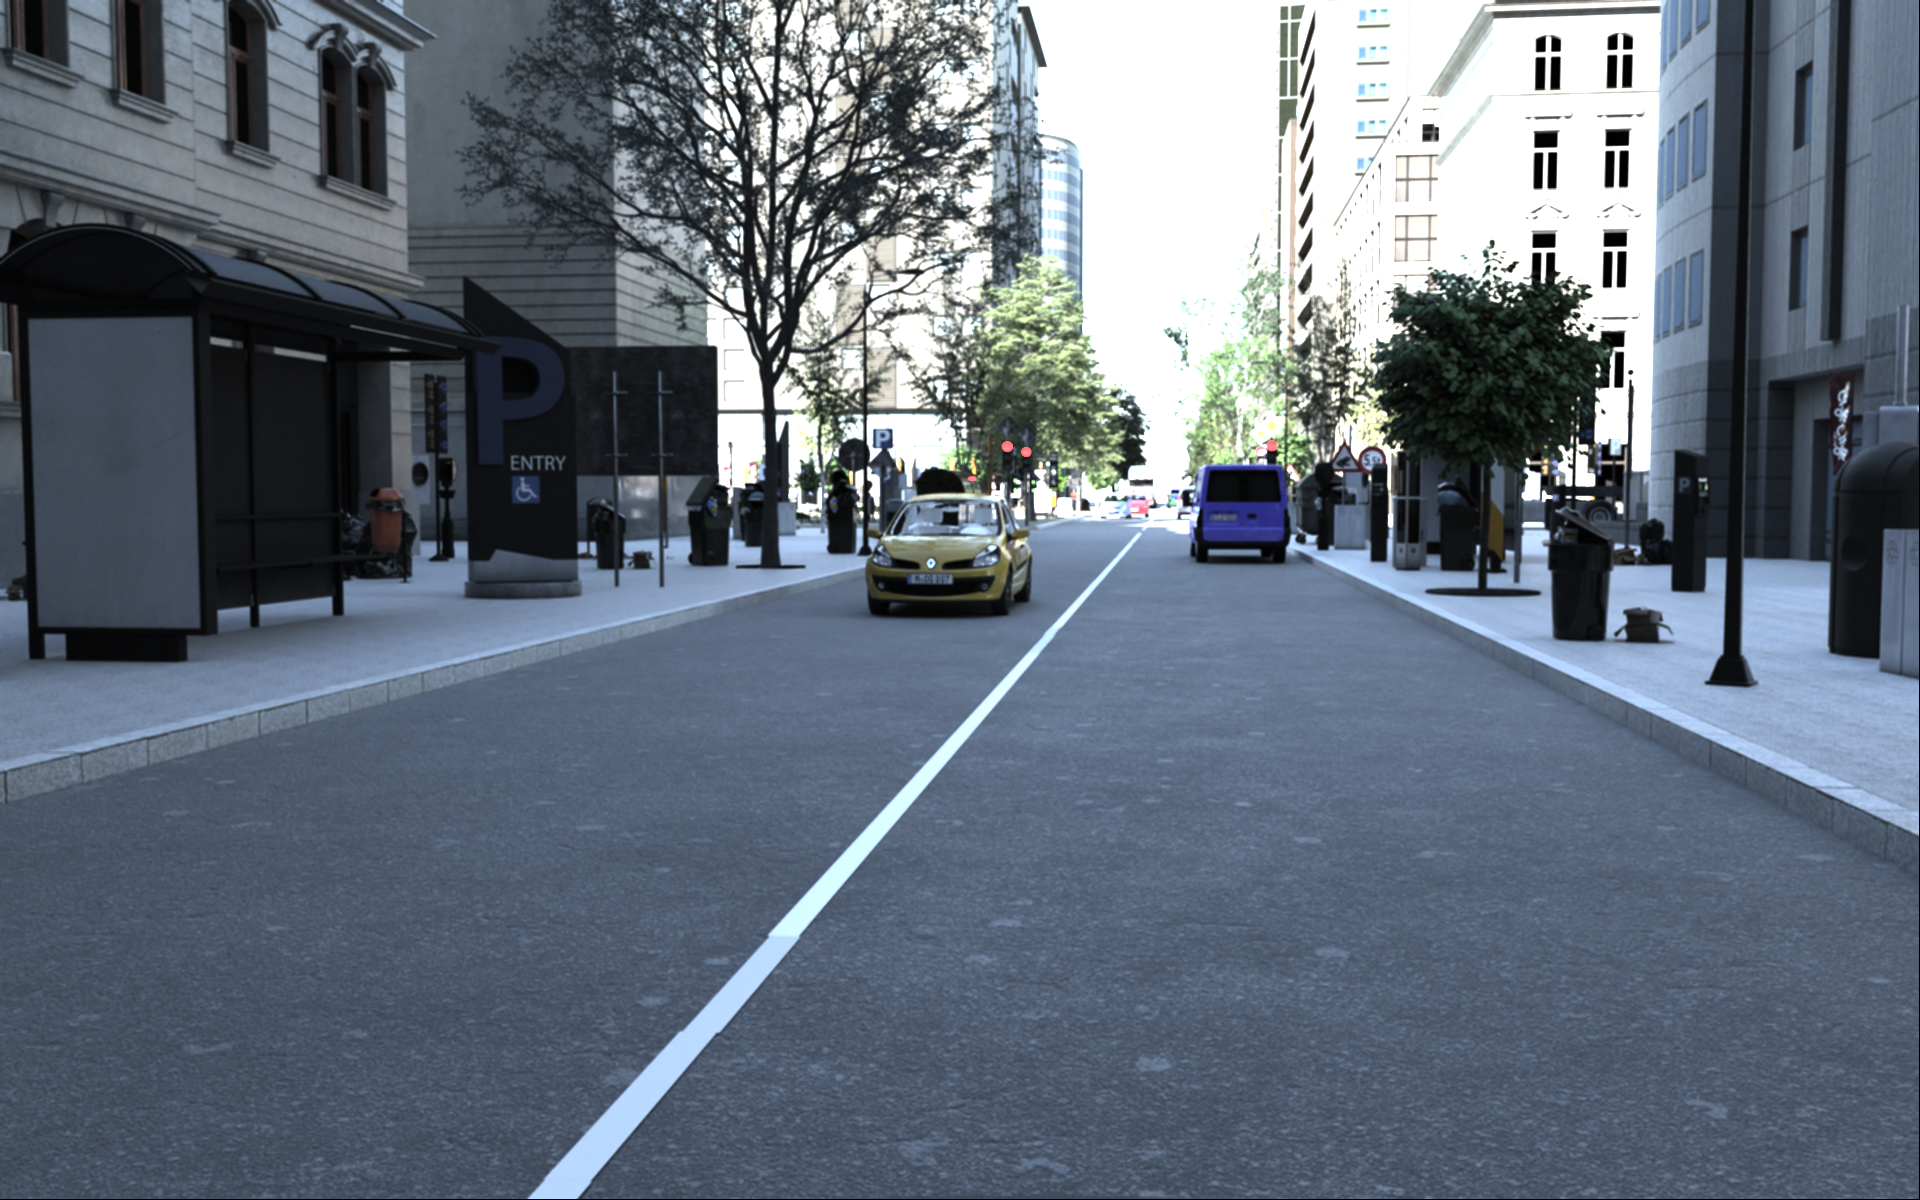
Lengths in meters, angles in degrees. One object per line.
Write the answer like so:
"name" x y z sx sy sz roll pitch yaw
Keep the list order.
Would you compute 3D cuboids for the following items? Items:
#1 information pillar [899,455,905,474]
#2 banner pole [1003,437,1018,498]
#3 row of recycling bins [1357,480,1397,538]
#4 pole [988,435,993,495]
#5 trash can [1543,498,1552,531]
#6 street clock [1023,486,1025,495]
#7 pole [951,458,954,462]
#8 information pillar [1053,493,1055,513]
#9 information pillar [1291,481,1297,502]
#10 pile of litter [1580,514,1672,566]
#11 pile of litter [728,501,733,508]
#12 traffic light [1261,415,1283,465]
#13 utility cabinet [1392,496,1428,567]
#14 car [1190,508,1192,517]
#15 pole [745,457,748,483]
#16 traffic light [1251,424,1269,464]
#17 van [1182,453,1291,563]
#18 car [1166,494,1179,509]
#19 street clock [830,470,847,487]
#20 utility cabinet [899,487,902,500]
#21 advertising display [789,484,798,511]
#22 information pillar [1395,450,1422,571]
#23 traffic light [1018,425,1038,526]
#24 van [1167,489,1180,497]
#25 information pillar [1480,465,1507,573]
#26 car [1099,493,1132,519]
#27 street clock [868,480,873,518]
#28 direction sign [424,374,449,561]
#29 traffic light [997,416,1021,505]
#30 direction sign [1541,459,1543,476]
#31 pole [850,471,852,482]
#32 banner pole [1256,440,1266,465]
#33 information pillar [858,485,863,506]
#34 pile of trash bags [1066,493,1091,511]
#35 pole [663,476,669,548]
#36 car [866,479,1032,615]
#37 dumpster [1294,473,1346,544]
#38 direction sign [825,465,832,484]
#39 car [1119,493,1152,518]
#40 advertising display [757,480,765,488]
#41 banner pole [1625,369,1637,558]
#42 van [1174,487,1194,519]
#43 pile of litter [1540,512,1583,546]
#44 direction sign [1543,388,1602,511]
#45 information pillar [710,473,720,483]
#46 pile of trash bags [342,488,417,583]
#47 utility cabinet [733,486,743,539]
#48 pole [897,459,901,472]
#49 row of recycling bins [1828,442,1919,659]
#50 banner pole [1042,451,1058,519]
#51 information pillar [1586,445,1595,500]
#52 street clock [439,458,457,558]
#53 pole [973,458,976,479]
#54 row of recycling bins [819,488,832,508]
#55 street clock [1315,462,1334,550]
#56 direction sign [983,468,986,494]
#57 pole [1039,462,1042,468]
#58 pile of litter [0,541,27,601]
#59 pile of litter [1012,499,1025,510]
"information pillar" -3.498 -6.916 104.437 0.183 3.616 0.504 3 5 39
"banner pole" 2.163 -5.290 76.515 0.863 3.779 0.401 -2 4 -26
"row of recycling bins" 12.128 -2.724 51.643 1.069 1.692 3.534 0 4 4
"pole" 1.052 -4.062 60.254 0.158 3.312 0.155 0 3 0
"trash can" 20.717 -2.982 60.404 0.748 1.137 0.748 0 3 0
"street clock" 5.507 -8.571 144.701 0.358 2.002 0.471 -3 5 -39
"pole" -0.416 -6.307 96.958 0.158 3.312 0.155 0 3 0
"information pillar" 6.243 -7.696 117.185 0.504 3.616 0.183 0 4 -4
"information pillar" 15.632 -4.673 80.901 0.304 2.012 0.304 0 4 8
"pile of litter" 12.393 -1.081 31.645 1.719 0.858 1.176 -1 4 -20
"pile of litter" -14.890 -6.029 112.537 1.719 0.858 1.176 3 5 43
"traffic light" 10.993 -4.425 61.273 0.839 4.253 0.868 0 4 7
"utility cabinet" 7.973 -1.192 30.644 0.306 1.237 1.020 2 4 33
"car" 11.960 -4.320 83.214 1.945 1.354 3.894 1 4 9
"pole" -11.887 -6.266 96.287 0.158 3.312 0.155 0 3 0
"traffic light" 11.976 -4.910 69.198 0.839 4.253 0.868 0 4 7
"van" 6.043 -2.050 37.904 2.240 2.365 5.245 0 4 6
"car" 21.333 -9.683 170.113 2.131 1.459 4.920 1 4 9
"street clock" -3.690 -2.942 52.673 0.471 2.002 0.358 -2 4 -26
"utility cabinet" -1.992 -2.653 52.053 0.318 1.500 1.173 -1 4 -11
"advertising display" -10.566 -6.262 107.596 0.974 1.923 0.123 1 4 14
"information pillar" 7.548 -1.507 29.134 0.304 2.012 0.304 -1 4 -22
"traffic light" 2.734 -4.979 70.324 0.839 4.253 0.868 0 4 7
"van" 24.106 -11.479 192.060 2.240 2.365 5.245 0 4 5
"information pillar" 8.667 -2.248 28.103 0.504 3.616 0.183 -2 4 -34
"car" 9.046 -5.557 100.455 1.945 1.707 3.694 1 4 9
"street clock" -4.778 -5.226 90.010 0.471 2.002 0.358 -3 4 -36
"direction sign" -9.988 -2.513 33.088 0.379 3.537 0.876 1 4 8
"traffic light" 1.750 -4.494 62.399 0.839 4.253 0.868 0 4 7
"direction sign" 25.377 -5.048 74.530 0.379 3.537 0.876 -2 4 -34
"pole" -8.217 -8.409 131.333 0.158 3.312 0.155 0 3 0
"banner pole" 12.668 -5.060 72.750 0.863 3.779 0.401 0 4 -7
"information pillar" -8.033 -8.283 139.914 0.304 2.012 0.304 2 4 29
"pile of trash bags" 8.950 -7.549 133.173 1.912 1.369 3.447 0 4 -5
"pole" -7.014 -2.886 41.025 0.158 3.312 0.155 0 3 0
"car" -0.082 -0.708 21.804 2.015 1.641 3.980 0 4 8
"dumpster" 9.349 -2.392 44.865 1.264 1.857 1.865 0 4 7
"direction sign" -10.350 -8.859 136.843 0.379 3.537 0.876 3 4 36
"car" 10.724 -5.956 106.428 2.155 1.783 4.494 0 4 7
"advertising display" -9.009 -4.612 80.625 0.974 1.923 0.123 -3 4 -38
"banner pole" 13.530 -2.750 34.973 0.401 3.779 0.863 2 4 28
"van" 13.375 -5.693 100.100 2.013 2.044 4.112 0 4 7
"pile of litter" 14.782 -1.729 42.240 1.176 0.858 1.719 2 4 23
"direction sign" 9.877 -2.193 27.849 0.379 3.537 0.876 -1 4 -22
"information pillar" -8.623 -3.447 60.843 0.304 2.012 0.304 1 4 13
"pile of trash bags" -9.093 -0.995 26.026 1.912 1.369 3.447 -3 4 -38
"utility cabinet" -6.342 -2.503 49.597 0.318 1.500 1.173 0 4 -7
"pole" -3.502 -6.466 99.554 0.158 3.312 0.155 0 3 0
"row of recycling bins" 8.753 -0.395 13.570 3.534 1.692 1.069 0 4 5
"banner pole" 4.696 -6.107 89.868 0.863 3.779 0.401 0 4 -6
"information pillar" 26.544 -4.990 72.939 0.504 3.616 0.183 -3 4 -38
"street clock" -10.255 -1.839 34.634 0.358 2.002 0.471 1 4 11
"pole" 0.808 -6.333 97.385 0.158 3.312 0.155 0 3 0
"row of recycling bins" -10.001 -7.420 128.433 1.069 1.692 3.534 -1 4 -8
"street clock" 8.303 -2.139 39.542 0.358 2.002 0.471 3 5 42
"direction sign" 1.877 -8.695 134.168 0.379 3.537 0.876 1 4 15
"pole" 4.963 -6.894 106.566 0.158 3.312 0.155 0 3 0
"pile of litter" -11.179 -0.451 21.334 1.719 0.858 1.176 0 4 -1
"pile of litter" 4.947 -7.785 141.251 1.719 0.858 1.176 2 4 27
